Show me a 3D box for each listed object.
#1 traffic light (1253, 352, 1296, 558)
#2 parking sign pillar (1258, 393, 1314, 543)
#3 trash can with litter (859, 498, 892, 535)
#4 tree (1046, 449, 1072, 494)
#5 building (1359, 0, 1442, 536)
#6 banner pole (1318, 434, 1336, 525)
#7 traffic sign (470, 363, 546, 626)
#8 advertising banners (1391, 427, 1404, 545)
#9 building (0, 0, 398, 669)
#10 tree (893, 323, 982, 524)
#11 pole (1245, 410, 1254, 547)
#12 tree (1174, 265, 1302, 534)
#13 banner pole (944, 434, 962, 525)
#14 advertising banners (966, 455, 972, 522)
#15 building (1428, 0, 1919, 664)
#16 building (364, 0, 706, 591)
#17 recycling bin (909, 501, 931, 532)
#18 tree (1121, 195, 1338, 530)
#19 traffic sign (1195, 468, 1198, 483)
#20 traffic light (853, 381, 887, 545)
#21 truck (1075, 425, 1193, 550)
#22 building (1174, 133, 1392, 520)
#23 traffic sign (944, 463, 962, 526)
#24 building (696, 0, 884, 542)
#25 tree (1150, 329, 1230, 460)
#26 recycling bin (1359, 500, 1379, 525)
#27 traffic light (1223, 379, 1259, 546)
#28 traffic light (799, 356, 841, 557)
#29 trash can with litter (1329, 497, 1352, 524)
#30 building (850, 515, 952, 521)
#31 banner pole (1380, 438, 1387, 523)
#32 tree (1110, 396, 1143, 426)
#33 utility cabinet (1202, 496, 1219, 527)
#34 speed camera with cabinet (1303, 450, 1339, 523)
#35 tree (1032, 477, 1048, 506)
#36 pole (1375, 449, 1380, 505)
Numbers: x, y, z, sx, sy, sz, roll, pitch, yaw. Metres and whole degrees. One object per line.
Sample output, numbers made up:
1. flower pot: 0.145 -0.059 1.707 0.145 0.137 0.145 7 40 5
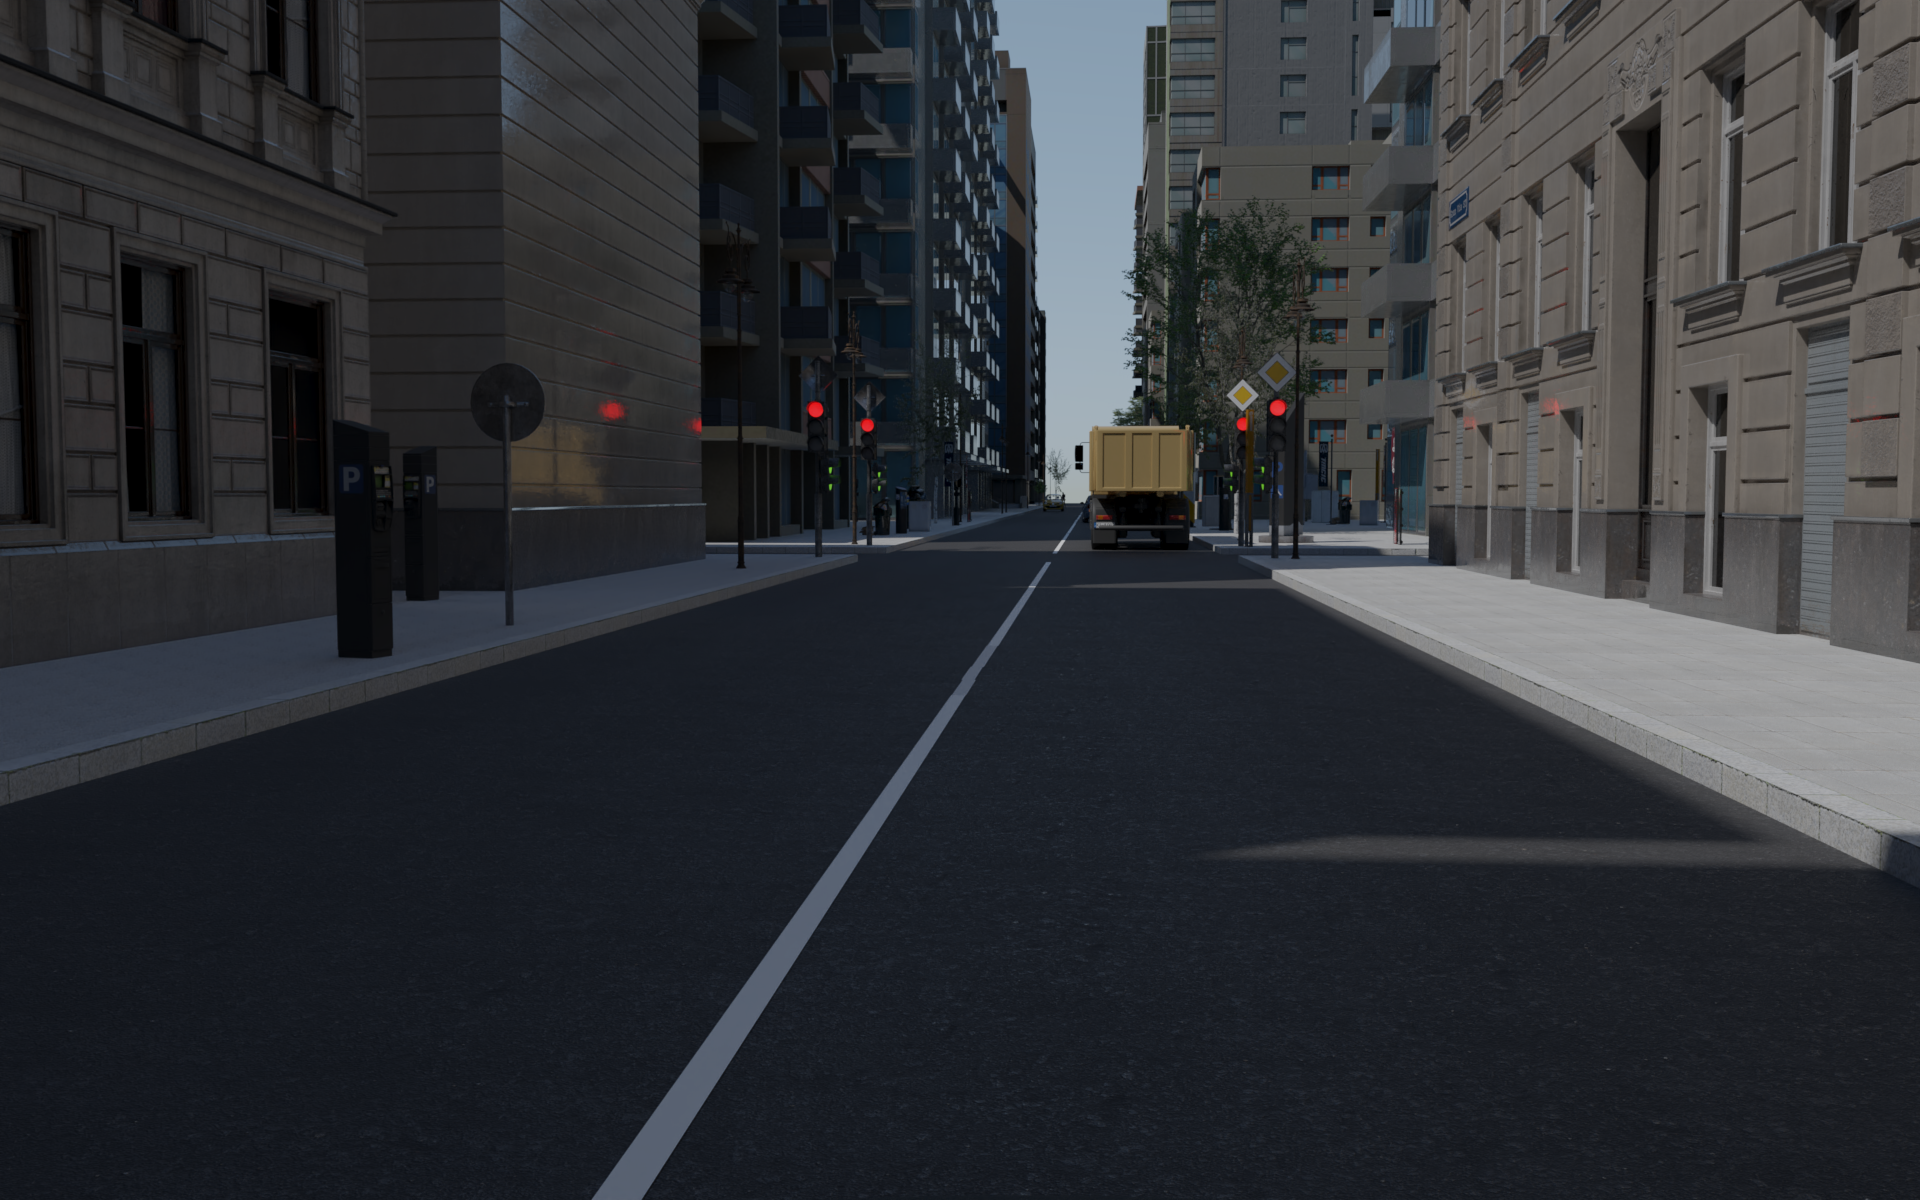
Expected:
1. traffic light: 6.271 -2.787 34.489 0.839 4.253 0.868 0 4 4
2. parking sign pillar: 8.629 -3.501 45.713 1.447 3.967 1.447 2 4 34
3. trash can with litter: -2.641 -2.598 53.863 1.055 1.170 0.624 2 4 25
4. tree: 15.541 -19.977 276.987 4.737 8.622 4.395 0 3 0
5. building: 28.362 -26.598 54.492 30.456 49.044 23.786 0 4 4
6. banner pole: 15.301 -5.030 72.264 0.863 3.779 0.401 -1 4 -21
7. traffic sign: -4.400 -1.024 16.845 0.768 2.556 0.104 1 4 9
8. advertising banners: 11.192 -2.947 44.364 0.090 3.025 2.074 0 4 7
9. building: -11.901 -8.923 10.522 10.561 19.102 19.286 0 4 4
10. tree: -1.064 -7.646 75.367 4.360 8.622 3.978 0 3 0
11. pole: 7.003 -2.939 41.902 0.158 3.312 0.155 0 3 0
12. tree: 8.869 -6.416 55.260 4.360 8.622 3.978 0 3 0
13. banner pole: -0.328 -5.047 72.528 0.863 3.779 0.401 2 4 29
14. advertising banners: 0.389 -5.058 78.882 0.090 3.025 2.074 0 4 7
15. building: 13.438 -13.565 19.058 12.463 27.353 25.104 0 4 4
16. building: -17.543 -14.157 28.733 25.104 27.353 12.463 0 4 4
17. recycling bin: -1.377 -2.874 59.544 0.722 1.027 0.722 0 4 4
18. tree: 9.480 -8.313 61.666 9.928 11.665 9.643 0 3 0
19. traffic sign: 8.935 -3.982 67.231 0.606 2.300 0.079 1 4 13
20. traffic light: -2.245 -3.316 43.142 0.839 4.253 0.868 0 4 4
21. truck: 4.888 -3.189 48.057 3.469 3.379 9.791 0 4 4
22. building: 26.924 -15.584 99.831 27.650 21.520 28.899 0 4 4
23. traffic sign: -0.294 -4.271 69.929 0.768 2.556 0.104 1 4 10
24. building: -14.474 -24.671 58.002 22.147 44.769 28.867 0 4 4
25. tree: 10.391 -7.808 78.021 4.737 8.622 4.395 0 3 0
26. recycling bin: 16.819 -3.585 71.175 0.722 1.027 0.722 1 4 19
27. traffic light: 6.890 -3.274 42.450 0.839 4.253 0.868 0 4 4
28. traffic light: -2.864 -2.829 35.181 0.839 4.253 0.868 0 4 4
29. trash can with litter: 16.137 -3.803 73.571 0.624 1.170 1.055 -3 4 -38
30. building: -10.655 -29.093 95.280 23.786 49.044 30.456 0 4 4
31. banner pole: 19.042 -5.360 77.654 0.401 3.779 0.863 0 4 5
32. tree: 20.216 -17.281 200.673 7.486 12.596 7.792 0 3 0
33. utility cabinet: 10.121 -3.521 68.732 1.020 1.237 0.306 -1 4 -22
34. speed camera with cabinet: 17.210 -5.459 83.598 2.038 3.252 0.660 0 4 -5
35. tree: 9.091 -12.228 194.522 1.663 3.219 1.824 0 3 0
36. pole: 18.929 -5.179 78.520 0.158 3.312 0.155 0 3 0
